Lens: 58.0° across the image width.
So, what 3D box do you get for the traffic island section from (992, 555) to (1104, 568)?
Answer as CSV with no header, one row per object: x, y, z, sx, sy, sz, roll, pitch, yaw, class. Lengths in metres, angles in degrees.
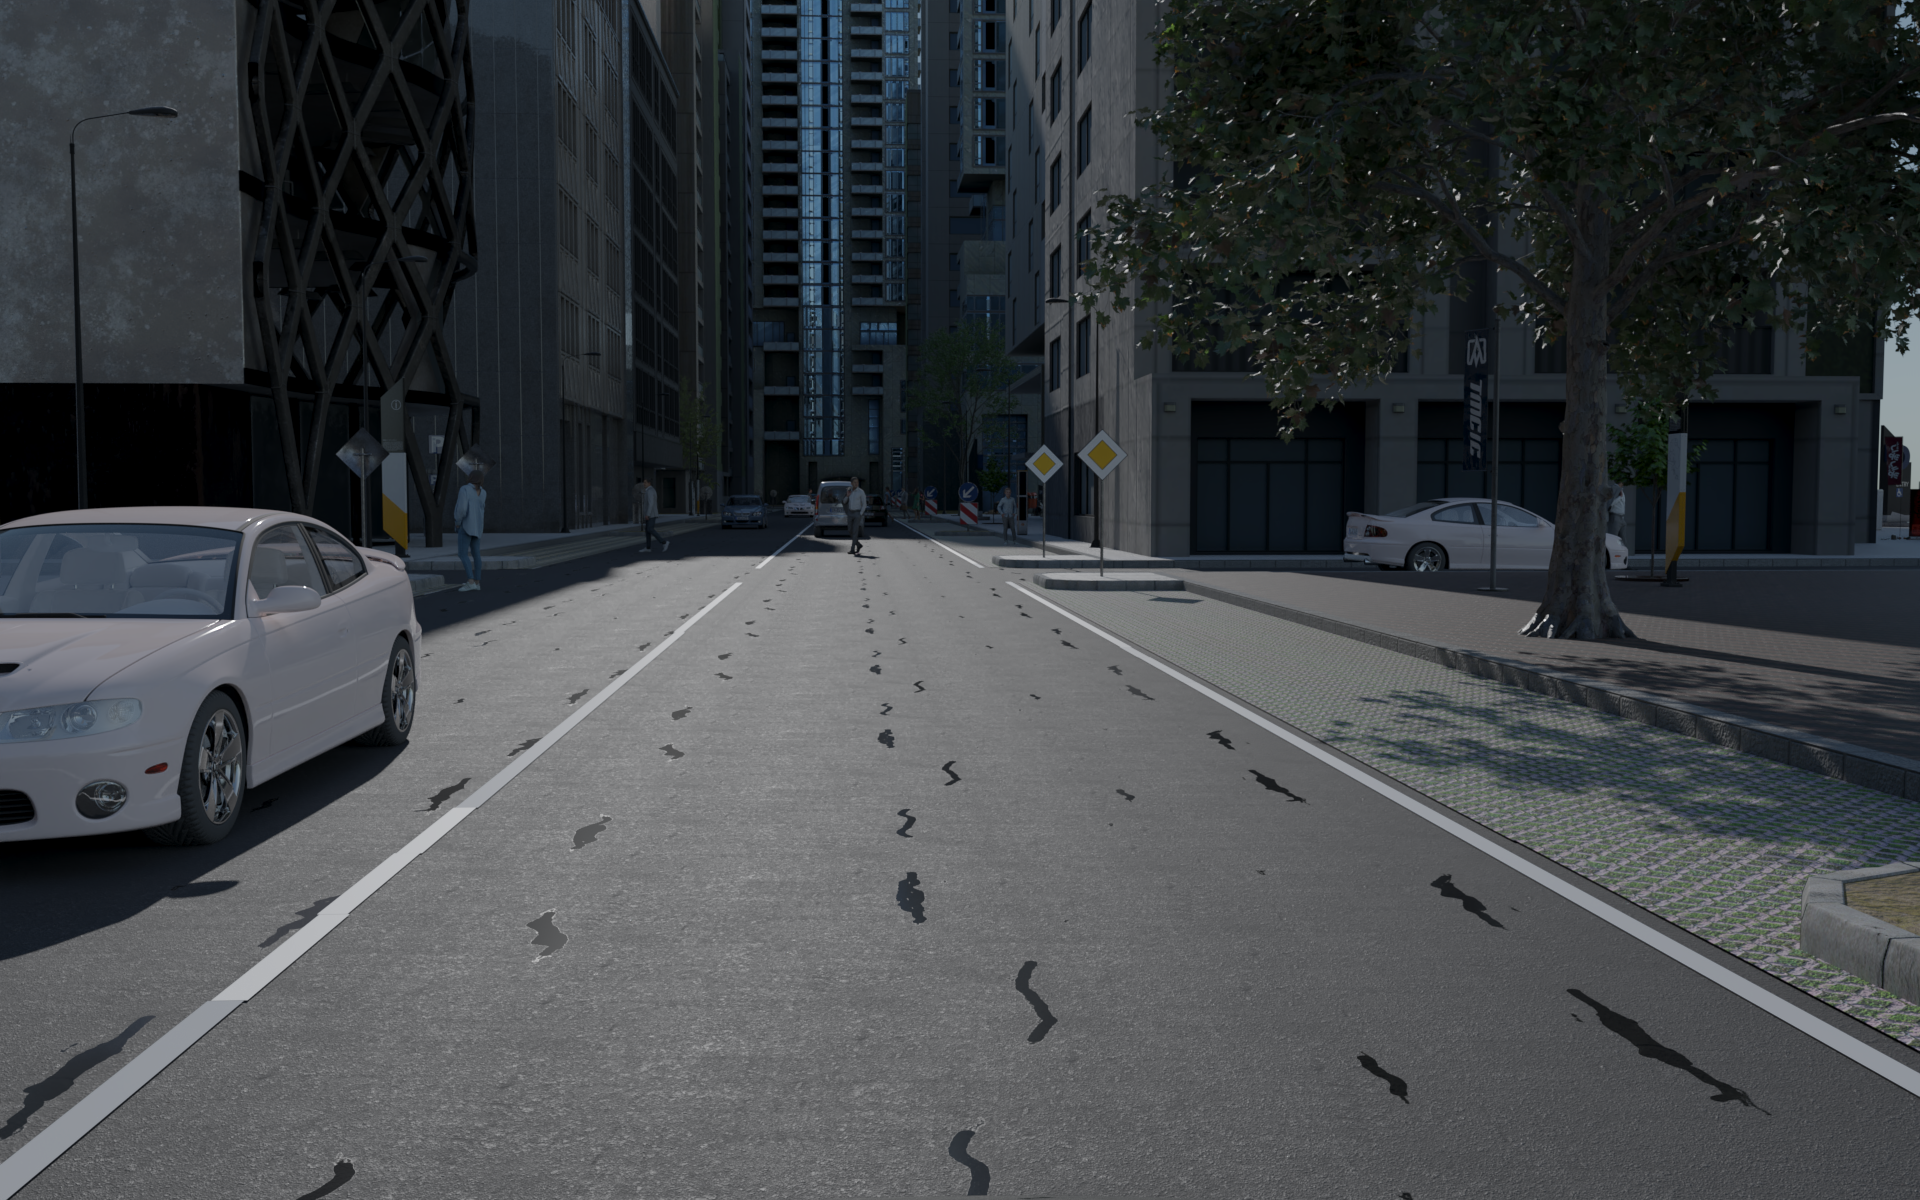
1.712,-0.774,34.938,2.009,0.180,2.903,0,4,-4,traffic island section

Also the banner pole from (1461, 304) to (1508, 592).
6.975,-2.023,23.085,0.401,3.779,0.863,-2,4,-24,banner pole

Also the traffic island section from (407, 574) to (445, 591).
-9.044,-0.243,26.252,2.009,0.180,2.903,0,4,-4,traffic island section

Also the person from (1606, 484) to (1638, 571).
12.065,-1.427,31.930,0.850,1.850,0.679,2,4,34,person

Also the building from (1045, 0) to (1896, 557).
13.507,-37.042,43.882,20.611,71.187,20.563,0,4,-4,building

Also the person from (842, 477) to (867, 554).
-2.549,-2.016,41.556,0.679,1.850,0.850,2,4,25,person

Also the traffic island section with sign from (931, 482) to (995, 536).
0.134,-3.111,59.487,1.989,1.847,2.006,0,4,-4,traffic island section with sign

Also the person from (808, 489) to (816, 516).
-9.480,-6.245,111.129,0.750,1.759,0.617,0,4,6,person

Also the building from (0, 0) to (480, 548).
-20.657,-10.655,41.659,16.820,18.784,16.811,0,4,-4,building

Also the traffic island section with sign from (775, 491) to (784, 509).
-17.571,-9.496,163.884,1.989,1.847,2.006,0,4,-4,traffic island section with sign

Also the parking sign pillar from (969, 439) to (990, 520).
0.767,-5.902,84.975,1.447,3.967,1.447,-1,4,-13,parking sign pillar

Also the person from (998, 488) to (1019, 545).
1.350,-2.344,48.632,0.589,1.601,0.330,0,4,-5,person

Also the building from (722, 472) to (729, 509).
-34.549,-27.032,133.857,32.217,40.220,23.993,0,4,-4,building

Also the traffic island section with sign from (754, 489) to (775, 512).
-15.807,-7.824,136.544,1.989,1.847,2.006,0,4,-4,traffic island section with sign

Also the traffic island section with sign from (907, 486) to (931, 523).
-1.595,-4.756,86.386,1.989,1.847,2.006,0,4,-4,traffic island section with sign

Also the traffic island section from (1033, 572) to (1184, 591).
2.225,-0.287,26.970,2.009,0.180,2.903,0,4,-4,traffic island section

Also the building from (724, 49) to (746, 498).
-26.728,-28.793,154.356,14.154,41.232,14.086,0,4,-4,building

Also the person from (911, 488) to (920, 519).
-2.389,-5.338,96.021,0.529,1.795,0.600,-2,4,-34,person

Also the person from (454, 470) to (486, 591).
-7.270,-1.040,25.774,0.793,1.790,0.793,0,4,-8,person

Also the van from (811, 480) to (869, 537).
-4.101,-3.178,58.967,2.013,2.044,4.112,0,4,-3,van

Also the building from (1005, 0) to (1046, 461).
16.625,-30.000,79.733,28.713,52.752,27.495,0,4,-4,building

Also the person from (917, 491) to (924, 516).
-2.594,-6.177,110.956,0.593,1.643,0.415,-1,4,-11,person

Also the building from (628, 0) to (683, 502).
-22.431,-18.014,88.044,14.314,27.812,24.014,0,4,-4,building

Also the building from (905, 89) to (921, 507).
1.344,-30.296,178.940,14.154,41.232,14.086,0,4,-4,building

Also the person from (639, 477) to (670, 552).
-7.539,-2.099,42.662,0.795,1.843,0.661,0,4,-1,person

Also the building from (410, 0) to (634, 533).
-19.751,-15.136,65.504,12.078,24.808,19.932,0,4,-4,building

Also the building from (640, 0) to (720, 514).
-23.500,-26.393,115.121,14.154,41.232,14.086,0,4,-4,building

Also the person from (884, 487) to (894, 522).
-3.604,-4.826,87.498,0.778,1.811,0.616,3,4,38,person

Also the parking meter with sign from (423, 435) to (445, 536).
-15.833,-3.412,52.049,0.543,3.016,1.738,-2,4,-27,parking meter with sign

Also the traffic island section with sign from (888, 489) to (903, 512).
-4.848,-7.848,136.946,1.989,1.847,2.006,0,4,-4,traffic island section with sign

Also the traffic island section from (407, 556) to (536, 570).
-9.556,-0.730,34.221,2.009,0.180,2.903,0,4,-4,traffic island section

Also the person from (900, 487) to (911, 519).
-3.179,-5.499,98.530,0.853,1.813,0.709,-3,4,-38,person

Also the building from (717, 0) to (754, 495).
-35.031,-38.562,172.495,28.212,58.520,21.231,0,4,-4,building

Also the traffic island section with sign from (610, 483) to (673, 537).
-10.823,-3.083,59.030,1.989,1.847,2.006,0,4,-4,traffic island section with sign

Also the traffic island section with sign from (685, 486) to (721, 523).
-12.551,-4.728,85.930,1.989,1.847,2.006,0,4,-4,traffic island section with sign

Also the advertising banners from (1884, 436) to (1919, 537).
28.789,-3.409,51.918,0.090,3.025,2.074,-3,5,-45,advertising banners

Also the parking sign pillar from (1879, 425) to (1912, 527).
36.609,-4.852,67.794,1.447,3.967,1.447,-2,4,-25,parking sign pillar

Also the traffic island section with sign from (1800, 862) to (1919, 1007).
3.643,0.222,4.998,1.989,1.847,2.006,0,4,-4,traffic island section with sign
